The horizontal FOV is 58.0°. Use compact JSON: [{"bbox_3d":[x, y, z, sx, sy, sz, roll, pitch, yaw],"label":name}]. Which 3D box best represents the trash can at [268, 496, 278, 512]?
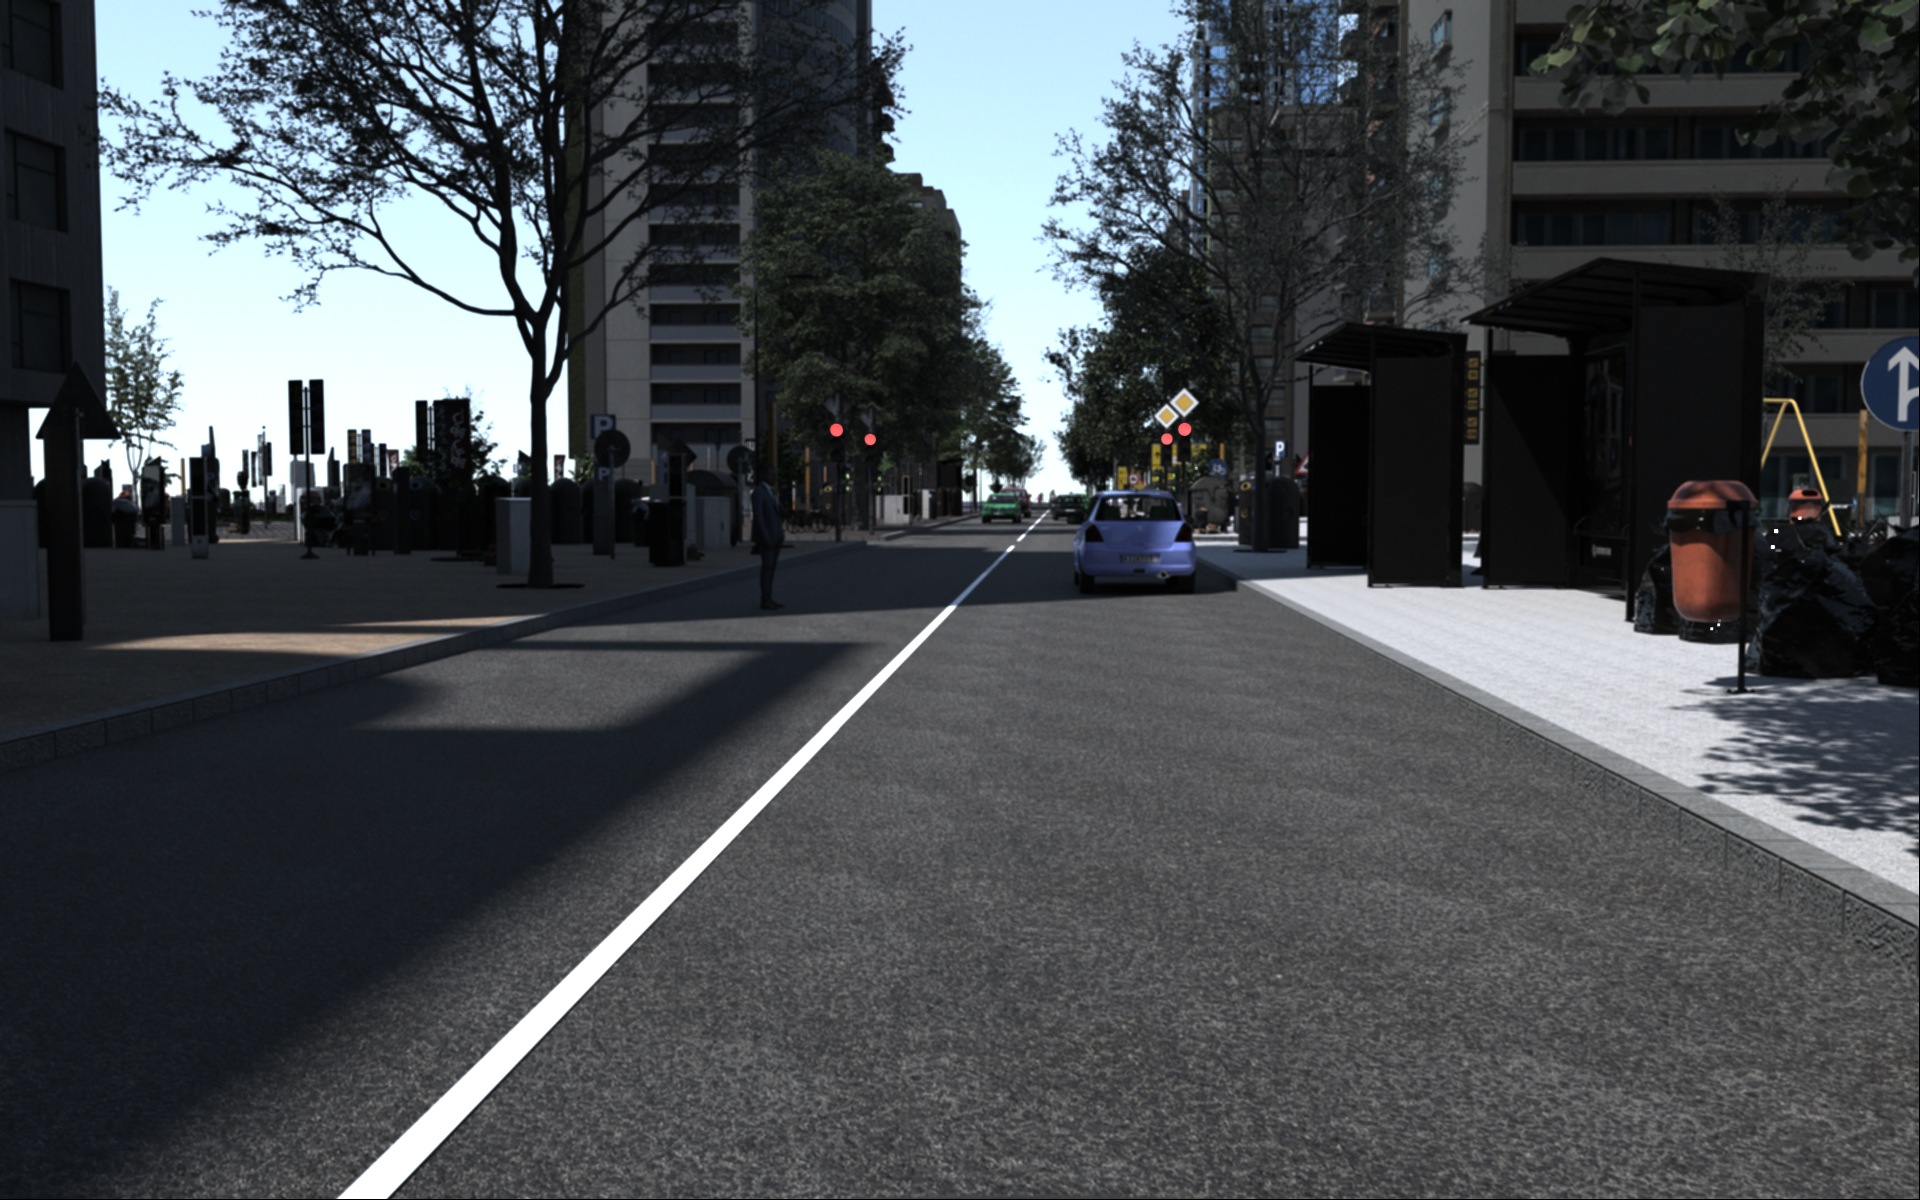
[{"bbox_3d":[-42.746,-5.862,107.491,0.748,1.137,0.748,0,3,0],"label":"trash can"}]

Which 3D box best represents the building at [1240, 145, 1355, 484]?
[{"bbox_3d":[30.854,-22.994,147.659,14.160,30.474,14.107,0,4,3],"label":"building"}]

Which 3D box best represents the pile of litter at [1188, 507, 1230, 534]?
[{"bbox_3d":[7.879,-2.572,56.017,1.719,0.858,1.176,1,4,15],"label":"pile of litter"}]

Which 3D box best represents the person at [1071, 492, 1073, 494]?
[{"bbox_3d":[16.936,-15.495,262.624,1.217,1.735,0.721,-2,4,-24],"label":"person"}]

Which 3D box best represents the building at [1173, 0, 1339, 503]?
[{"bbox_3d":[40.448,-56.664,239.129,22.319,86.520,31.000,0,4,3],"label":"building"}]

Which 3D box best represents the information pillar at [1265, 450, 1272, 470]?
[{"bbox_3d":[16.402,-6.173,92.282,0.504,3.616,0.183,-2,4,-24],"label":"information pillar"}]

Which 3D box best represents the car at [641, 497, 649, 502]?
[{"bbox_3d":[-8.971,-2.310,50.123,4.827,1.381,2.083,0,4,4],"label":"car"}]

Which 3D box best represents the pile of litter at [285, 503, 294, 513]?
[{"bbox_3d":[-32.193,-4.197,82.583,1.176,0.858,1.719,1,4,21],"label":"pile of litter"}]

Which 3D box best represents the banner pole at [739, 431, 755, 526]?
[{"bbox_3d":[-8.468,-4.815,68.742,0.863,3.779,0.401,1,4,15],"label":"banner pole"}]

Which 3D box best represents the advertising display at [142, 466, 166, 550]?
[{"bbox_3d":[-18.485,-2.111,39.723,0.974,1.923,0.123,3,5,43],"label":"advertising display"}]

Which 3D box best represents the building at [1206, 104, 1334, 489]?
[{"bbox_3d":[33.275,-30.684,185.272,14.154,41.232,14.086,0,4,3],"label":"building"}]

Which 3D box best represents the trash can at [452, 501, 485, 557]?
[{"bbox_3d":[-9.873,-1.428,35.007,0.748,1.137,0.748,0,3,0],"label":"trash can"}]

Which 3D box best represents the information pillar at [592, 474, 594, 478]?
[{"bbox_3d":[-13.170,-3.580,63.020,0.304,2.012,0.304,1,4,21],"label":"information pillar"}]

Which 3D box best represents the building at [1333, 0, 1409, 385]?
[{"bbox_3d":[35.514,-27.731,108.032,22.147,44.769,28.867,0,4,3],"label":"building"}]

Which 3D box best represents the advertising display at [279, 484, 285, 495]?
[{"bbox_3d":[-44.246,-6.595,113.041,0.123,1.923,0.974,-3,4,-37],"label":"advertising display"}]

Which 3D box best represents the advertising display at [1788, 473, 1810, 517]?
[{"bbox_3d":[26.104,-2.978,53.899,0.974,1.923,0.123,-2,4,-35],"label":"advertising display"}]

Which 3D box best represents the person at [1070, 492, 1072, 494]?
[{"bbox_3d":[16.065,-14.801,251.169,0.621,1.740,0.551,-2,4,-34],"label":"person"}]

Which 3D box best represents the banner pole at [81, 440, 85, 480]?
[{"bbox_3d":[-29.474,-4.131,57.556,0.401,3.779,0.863,2,4,34],"label":"banner pole"}]

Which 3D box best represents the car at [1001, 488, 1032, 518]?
[{"bbox_3d":[3.318,-6.024,107.163,2.281,1.827,5.304,0,4,5],"label":"car"}]

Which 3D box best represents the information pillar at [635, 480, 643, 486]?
[{"bbox_3d":[-16.692,-5.235,90.092,0.304,2.012,0.304,-3,5,-41],"label":"information pillar"}]

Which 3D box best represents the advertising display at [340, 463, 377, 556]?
[{"bbox_3d":[-12.549,-1.897,36.232,0.974,1.923,0.123,2,4,35],"label":"advertising display"}]

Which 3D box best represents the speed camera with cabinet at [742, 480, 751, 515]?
[{"bbox_3d":[-13.413,-6.963,108.182,2.038,3.252,0.660,-3,5,-43],"label":"speed camera with cabinet"}]

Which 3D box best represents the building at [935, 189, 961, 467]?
[{"bbox_3d":[-11.033,-40.022,278.064,21.300,48.544,21.600,0,4,3],"label":"building"}]

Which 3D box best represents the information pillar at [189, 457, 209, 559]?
[{"bbox_3d":[-15.155,-1.835,34.487,0.304,2.012,0.304,-1,4,-21],"label":"information pillar"}]

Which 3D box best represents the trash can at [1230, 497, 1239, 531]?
[{"bbox_3d":[9.375,-2.798,57.402,0.748,1.137,0.748,0,3,0],"label":"trash can"}]

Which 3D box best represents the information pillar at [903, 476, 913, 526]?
[{"bbox_3d":[-2.134,-4.048,70.683,0.304,2.012,0.304,2,4,27],"label":"information pillar"}]

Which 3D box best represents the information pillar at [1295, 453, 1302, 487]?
[{"bbox_3d":[19.311,-6.579,98.919,0.504,3.616,0.183,-3,5,-41],"label":"information pillar"}]

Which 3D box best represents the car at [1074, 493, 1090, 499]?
[{"bbox_3d":[9.647,-8.144,142.198,2.155,1.783,4.494,0,4,2],"label":"car"}]

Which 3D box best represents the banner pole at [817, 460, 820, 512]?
[{"bbox_3d":[-10.168,-8.282,125.422,0.401,3.779,0.863,0,4,-5],"label":"banner pole"}]

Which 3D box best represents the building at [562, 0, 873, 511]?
[{"bbox_3d":[-19.304,-36.869,144.811,21.231,58.520,28.212,0,4,3],"label":"building"}]

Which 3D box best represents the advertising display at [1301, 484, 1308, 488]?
[{"bbox_3d":[22.867,-6.689,114.572,0.974,1.923,0.123,-1,4,-23],"label":"advertising display"}]

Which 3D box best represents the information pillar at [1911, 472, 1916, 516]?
[{"bbox_3d":[31.324,-3.220,57.135,0.304,2.012,0.304,2,4,25],"label":"information pillar"}]

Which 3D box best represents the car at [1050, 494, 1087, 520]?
[{"bbox_3d":[5.985,-5.234,95.355,2.009,1.686,4.222,0,4,2],"label":"car"}]

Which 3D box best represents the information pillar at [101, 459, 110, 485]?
[{"bbox_3d":[-56.844,-7.575,115.202,0.504,3.616,0.183,-3,5,-43],"label":"information pillar"}]

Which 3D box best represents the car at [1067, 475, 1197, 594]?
[{"bbox_3d":[2.597,-1.020,26.270,1.945,1.707,3.694,0,4,2],"label":"car"}]

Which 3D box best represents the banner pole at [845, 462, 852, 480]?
[{"bbox_3d":[-7.402,-7.804,117.606,0.863,3.779,0.401,-1,4,-23],"label":"banner pole"}]

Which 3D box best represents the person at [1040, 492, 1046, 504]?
[{"bbox_3d":[11.779,-14.755,250.463,1.217,1.735,0.721,0,4,7],"label":"person"}]

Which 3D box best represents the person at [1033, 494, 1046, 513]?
[{"bbox_3d":[6.135,-7.483,134.072,0.991,1.433,0.599,1,4,10],"label":"person"}]

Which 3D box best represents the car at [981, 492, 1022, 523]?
[{"bbox_3d":[2.085,-4.733,86.188,1.959,1.807,4.718,0,4,5],"label":"car"}]

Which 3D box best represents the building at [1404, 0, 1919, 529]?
[{"bbox_3d":[29.986,-27.373,71.247,21.600,48.544,21.300,0,4,3],"label":"building"}]

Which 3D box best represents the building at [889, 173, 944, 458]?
[{"bbox_3d":[-10.148,-36.409,245.399,14.600,45.320,14.200,0,4,3],"label":"building"}]

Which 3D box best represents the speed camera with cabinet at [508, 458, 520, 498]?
[{"bbox_3d":[-24.641,-6.155,94.971,0.660,3.252,2.038,-2,4,-35],"label":"speed camera with cabinet"}]

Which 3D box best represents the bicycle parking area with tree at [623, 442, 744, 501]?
[{"bbox_3d":[-16.051,-6.653,95.783,8.231,4.147,9.016,1,4,10],"label":"bicycle parking area with tree"}]

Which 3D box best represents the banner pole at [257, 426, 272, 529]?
[{"bbox_3d":[-25.578,-4.496,63.519,0.401,3.779,0.863,-3,5,-43],"label":"banner pole"}]

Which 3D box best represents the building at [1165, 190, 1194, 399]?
[{"bbox_3d":[43.235,-39.837,270.941,23.786,49.044,30.456,0,4,3],"label":"building"}]

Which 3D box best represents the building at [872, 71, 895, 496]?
[{"bbox_3d":[-18.198,-31.749,173.721,22.147,44.769,28.867,0,4,3],"label":"building"}]

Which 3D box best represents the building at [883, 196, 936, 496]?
[{"bbox_3d":[-10.725,-33.506,231.416,14.154,41.232,14.086,0,4,3],"label":"building"}]

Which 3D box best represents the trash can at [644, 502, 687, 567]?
[{"bbox_3d":[-5.216,-1.167,30.742,0.748,1.137,0.748,0,3,0],"label":"trash can"}]

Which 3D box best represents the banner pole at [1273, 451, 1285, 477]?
[{"bbox_3d":[16.468,-6.066,89.189,0.863,3.779,0.401,3,5,45],"label":"banner pole"}]

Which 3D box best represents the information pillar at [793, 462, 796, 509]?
[{"bbox_3d":[-9.954,-6.900,104.172,0.183,3.616,0.504,1,4,10],"label":"information pillar"}]

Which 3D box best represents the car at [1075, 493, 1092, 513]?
[{"bbox_3d":[7.534,-6.269,111.302,1.959,1.807,4.718,0,4,4],"label":"car"}]

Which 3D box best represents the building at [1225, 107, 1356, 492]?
[{"bbox_3d":[41.369,-28.984,165.775,32.217,40.220,23.993,0,4,3],"label":"building"}]

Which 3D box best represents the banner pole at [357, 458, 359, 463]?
[{"bbox_3d":[-41.791,-8.006,120.908,0.401,3.779,0.863,2,4,34],"label":"banner pole"}]

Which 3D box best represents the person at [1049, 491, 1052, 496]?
[{"bbox_3d":[12.423,-13.861,234.993,0.709,1.838,0.599,-2,4,-31],"label":"person"}]

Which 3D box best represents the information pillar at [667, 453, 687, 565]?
[{"bbox_3d":[-5.125,-1.644,31.378,0.304,2.012,0.304,0,4,-1],"label":"information pillar"}]

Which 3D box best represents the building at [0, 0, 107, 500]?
[{"bbox_3d":[-23.027,-15.666,27.842,14.107,30.474,14.160,0,4,3],"label":"building"}]
